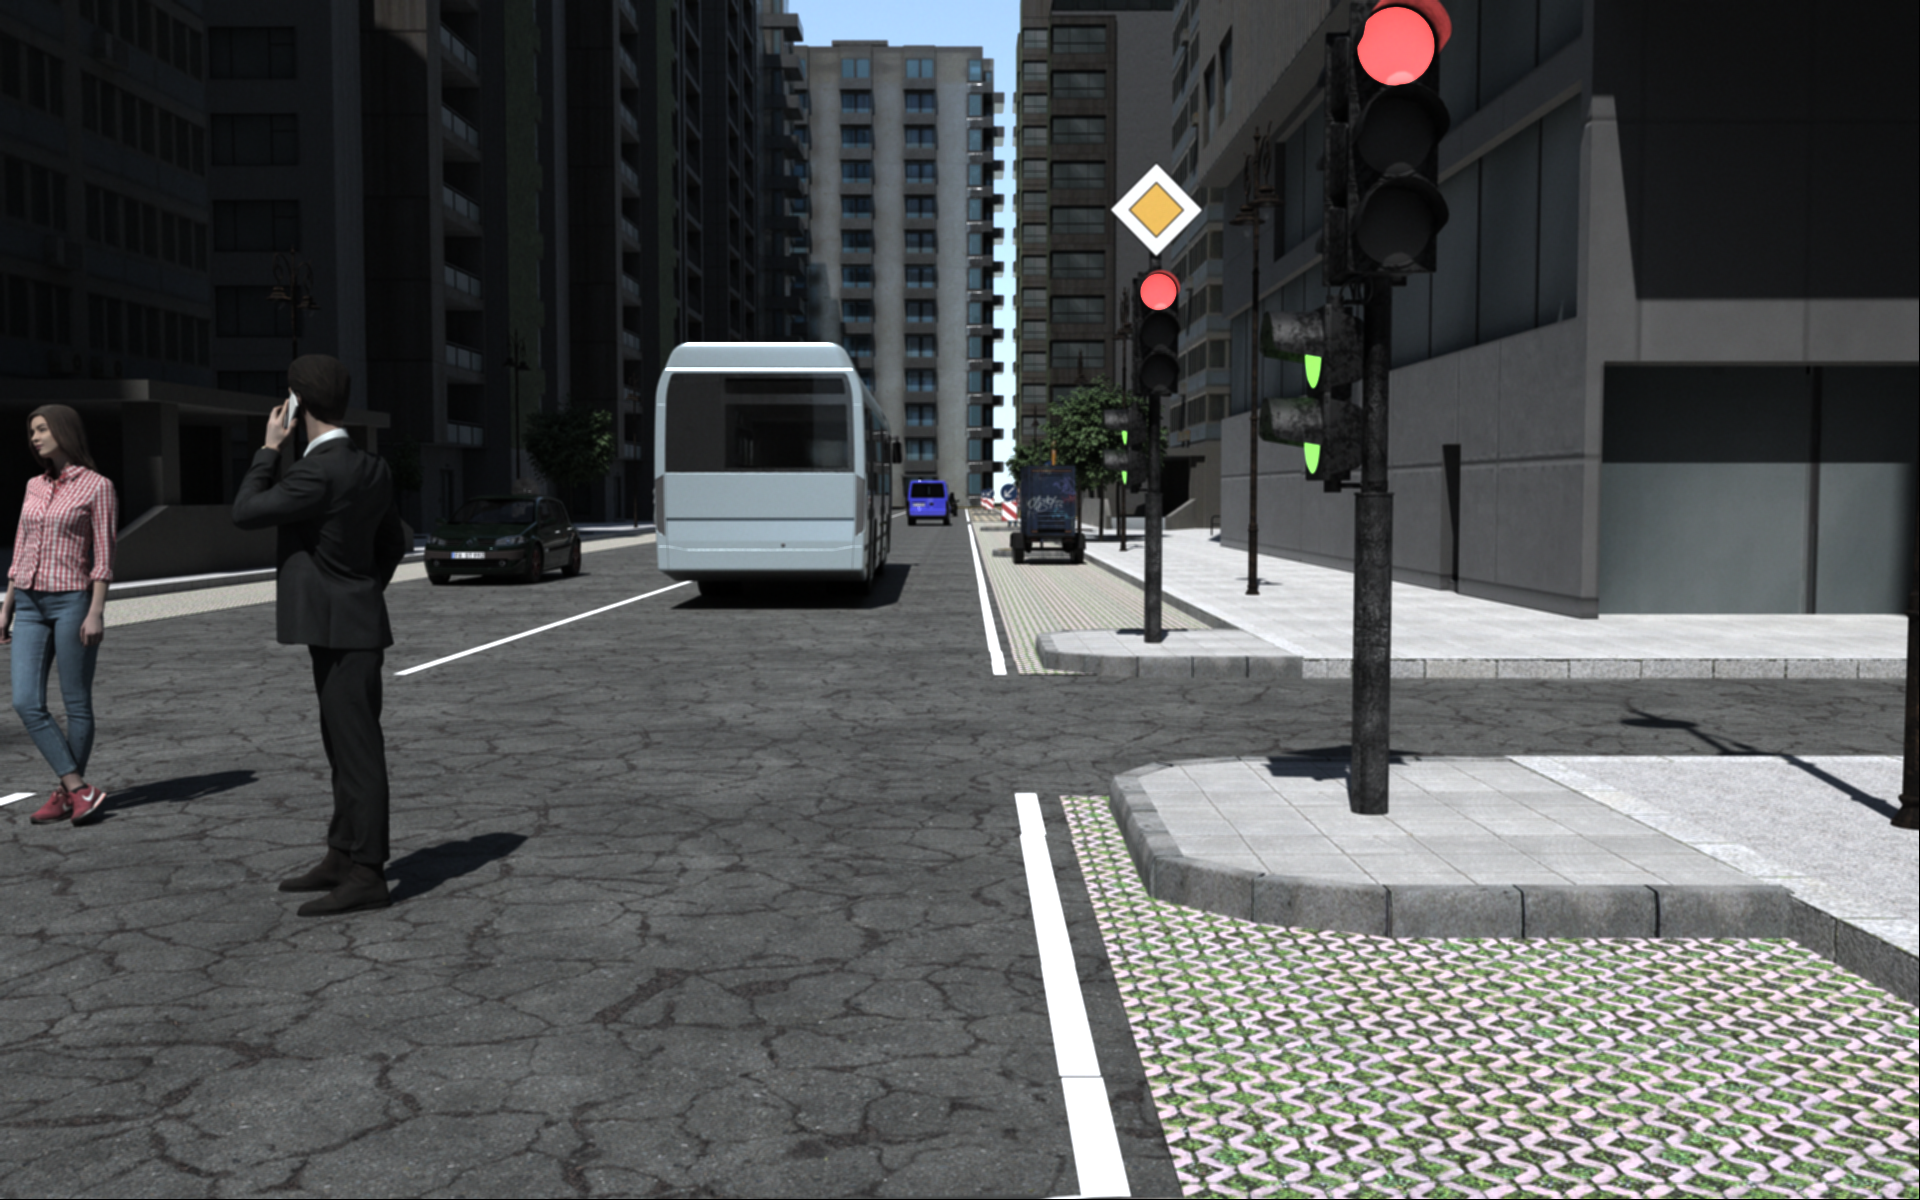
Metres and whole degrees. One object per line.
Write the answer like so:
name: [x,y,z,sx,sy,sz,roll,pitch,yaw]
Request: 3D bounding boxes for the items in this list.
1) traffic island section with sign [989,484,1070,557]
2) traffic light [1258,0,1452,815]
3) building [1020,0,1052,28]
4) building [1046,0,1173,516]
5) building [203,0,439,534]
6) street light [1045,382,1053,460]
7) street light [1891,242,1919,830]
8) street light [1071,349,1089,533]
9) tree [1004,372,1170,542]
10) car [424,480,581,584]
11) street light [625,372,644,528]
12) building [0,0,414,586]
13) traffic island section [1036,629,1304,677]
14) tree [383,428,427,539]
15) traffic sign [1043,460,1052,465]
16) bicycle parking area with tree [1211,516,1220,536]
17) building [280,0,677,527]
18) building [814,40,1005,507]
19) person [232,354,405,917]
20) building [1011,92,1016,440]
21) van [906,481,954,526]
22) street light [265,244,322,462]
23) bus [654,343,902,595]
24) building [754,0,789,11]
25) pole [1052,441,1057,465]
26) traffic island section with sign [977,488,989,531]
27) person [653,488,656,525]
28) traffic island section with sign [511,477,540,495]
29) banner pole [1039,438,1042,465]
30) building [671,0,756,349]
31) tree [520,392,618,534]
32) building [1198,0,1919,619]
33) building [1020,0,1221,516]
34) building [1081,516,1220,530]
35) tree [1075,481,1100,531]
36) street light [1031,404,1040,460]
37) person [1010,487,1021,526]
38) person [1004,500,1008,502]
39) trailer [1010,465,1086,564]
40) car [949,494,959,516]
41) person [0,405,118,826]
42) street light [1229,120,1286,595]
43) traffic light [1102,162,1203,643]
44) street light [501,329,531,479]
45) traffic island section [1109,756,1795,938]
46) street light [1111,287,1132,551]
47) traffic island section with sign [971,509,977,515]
traffic island section with sign: [1.744,-1.908,39.819,1.989,1.847,2.006,0,3,0]
traffic light: [1.635,-1.098,6.877,0.839,4.253,0.868,0,3,0]
building: [11.911,-28.137,143.627,14.154,41.232,14.086,0,3,0]
building: [12.175,-20.397,105.186,14.160,30.474,14.107,0,3,0]
building: [-22.638,-22.867,57.467,14.154,41.232,14.086,0,3,0]
street light: [3.790,-6.057,71.816,0.468,5.910,1.993,0,3,0]
street light: [3.697,-2.062,6.509,0.468,5.910,1.993,0,3,0]
street light: [3.814,-5.037,55.137,0.468,5.910,1.993,0,3,0]
tree: [3.743,-3.856,46.753,4.285,4.588,4.351,0,3,0]
car: [-7.581,-1.171,28.930,2.009,1.686,4.222,0,4,2]
street light: [-12.336,-5.685,65.733,0.468,5.910,1.993,0,3,0]
building: [-28.303,-20.712,30.519,32.217,40.220,23.993,0,3,0]
traffic island section: [1.689,0.447,14.976,2.009,0.180,2.903,0,3,0]
tree: [-16.016,-3.411,50.379,1.663,3.219,1.824,0,3,0]
traffic sign: [3.464,-4.008,65.640,0.768,2.556,0.104,0,4,7]
bicycle parking area with tree: [12.222,-3.972,51.938,8.231,4.147,9.016,-1,4,-10]
building: [-21.234,-24.215,79.509,14.154,41.232,14.086,0,3,0]
building: [-10.591,-34.628,185.768,30.456,49.044,23.786,0,3,0]
person: [-2.202,0.116,5.971,0.474,1.900,0.648,0,4,-6]
building: [20.787,-34.621,185.669,30.456,49.044,23.786,0,3,0]
van: [-1.424,-4.642,80.275,2.240,2.365,5.245,0,4,1]
street light: [-12.372,-3.639,32.289,0.468,5.910,1.993,0,3,0]
bus: [-2.521,-2.009,27.704,2.948,3.499,13.247,0,4,-1]
building: [-29.300,-32.551,151.822,30.456,49.044,23.786,0,3,0]
pole: [3.545,-4.363,65.177,0.158,3.312,0.155,0,3,0]
traffic island section with sign: [1.780,-3.580,67.166,1.989,1.847,2.006,0,3,0]
person: [-12.432,-3.987,71.409,0.466,1.800,0.511,-1,4,-16]
traffic island section with sign: [-10.088,-1.913,39.901,1.989,1.847,2.006,0,3,0]
banner pole: [3.559,-5.298,76.647,0.401,3.779,0.863,0,4,1]
building: [-22.828,-41.691,119.905,20.563,71.187,20.611,0,3,0]
tree: [-12.564,-4.425,56.066,4.285,4.588,4.351,0,3,0]
building: [18.639,-26.787,27.200,27.495,52.752,28.713,0,3,0]
building: [20.705,-26.468,124.639,32.217,40.220,23.993,0,3,0]
building: [21.442,-23.043,68.637,32.217,40.220,23.993,0,3,0]
tree: [4.101,-4.042,60.688,1.663,3.219,1.824,0,3,0]
street light: [3.882,-7.127,89.321,0.468,5.910,1.993,0,3,0]
person: [2.267,-3.786,71.241,0.643,1.720,0.563,0,4,2]
person: [4.318,-9.550,163.649,0.593,1.643,0.415,0,4,2]
trailer: [1.784,-1.789,36.296,1.471,1.999,3.904,0,4,-1]
car: [-1.041,-6.278,112.433,2.009,1.686,4.222,0,4,1]
person: [-3.968,0.057,7.584,0.555,1.821,0.388,0,4,2]
street light: [3.734,-3.006,21.934,0.468,5.910,1.993,0,3,0]
traffic light: [1.649,-1.587,14.862,0.839,4.253,0.868,0,3,0]
street light: [-12.409,-4.636,48.589,0.468,5.910,1.993,0,3,0]
traffic island section: [1.675,0.935,6.991,2.009,0.180,2.903,0,3,0]
street light: [3.678,-4.040,38.838,0.468,5.910,1.993,0,3,0]
traffic island section with sign: [1.871,-6.630,117.036,1.989,1.847,2.006,0,3,0]
